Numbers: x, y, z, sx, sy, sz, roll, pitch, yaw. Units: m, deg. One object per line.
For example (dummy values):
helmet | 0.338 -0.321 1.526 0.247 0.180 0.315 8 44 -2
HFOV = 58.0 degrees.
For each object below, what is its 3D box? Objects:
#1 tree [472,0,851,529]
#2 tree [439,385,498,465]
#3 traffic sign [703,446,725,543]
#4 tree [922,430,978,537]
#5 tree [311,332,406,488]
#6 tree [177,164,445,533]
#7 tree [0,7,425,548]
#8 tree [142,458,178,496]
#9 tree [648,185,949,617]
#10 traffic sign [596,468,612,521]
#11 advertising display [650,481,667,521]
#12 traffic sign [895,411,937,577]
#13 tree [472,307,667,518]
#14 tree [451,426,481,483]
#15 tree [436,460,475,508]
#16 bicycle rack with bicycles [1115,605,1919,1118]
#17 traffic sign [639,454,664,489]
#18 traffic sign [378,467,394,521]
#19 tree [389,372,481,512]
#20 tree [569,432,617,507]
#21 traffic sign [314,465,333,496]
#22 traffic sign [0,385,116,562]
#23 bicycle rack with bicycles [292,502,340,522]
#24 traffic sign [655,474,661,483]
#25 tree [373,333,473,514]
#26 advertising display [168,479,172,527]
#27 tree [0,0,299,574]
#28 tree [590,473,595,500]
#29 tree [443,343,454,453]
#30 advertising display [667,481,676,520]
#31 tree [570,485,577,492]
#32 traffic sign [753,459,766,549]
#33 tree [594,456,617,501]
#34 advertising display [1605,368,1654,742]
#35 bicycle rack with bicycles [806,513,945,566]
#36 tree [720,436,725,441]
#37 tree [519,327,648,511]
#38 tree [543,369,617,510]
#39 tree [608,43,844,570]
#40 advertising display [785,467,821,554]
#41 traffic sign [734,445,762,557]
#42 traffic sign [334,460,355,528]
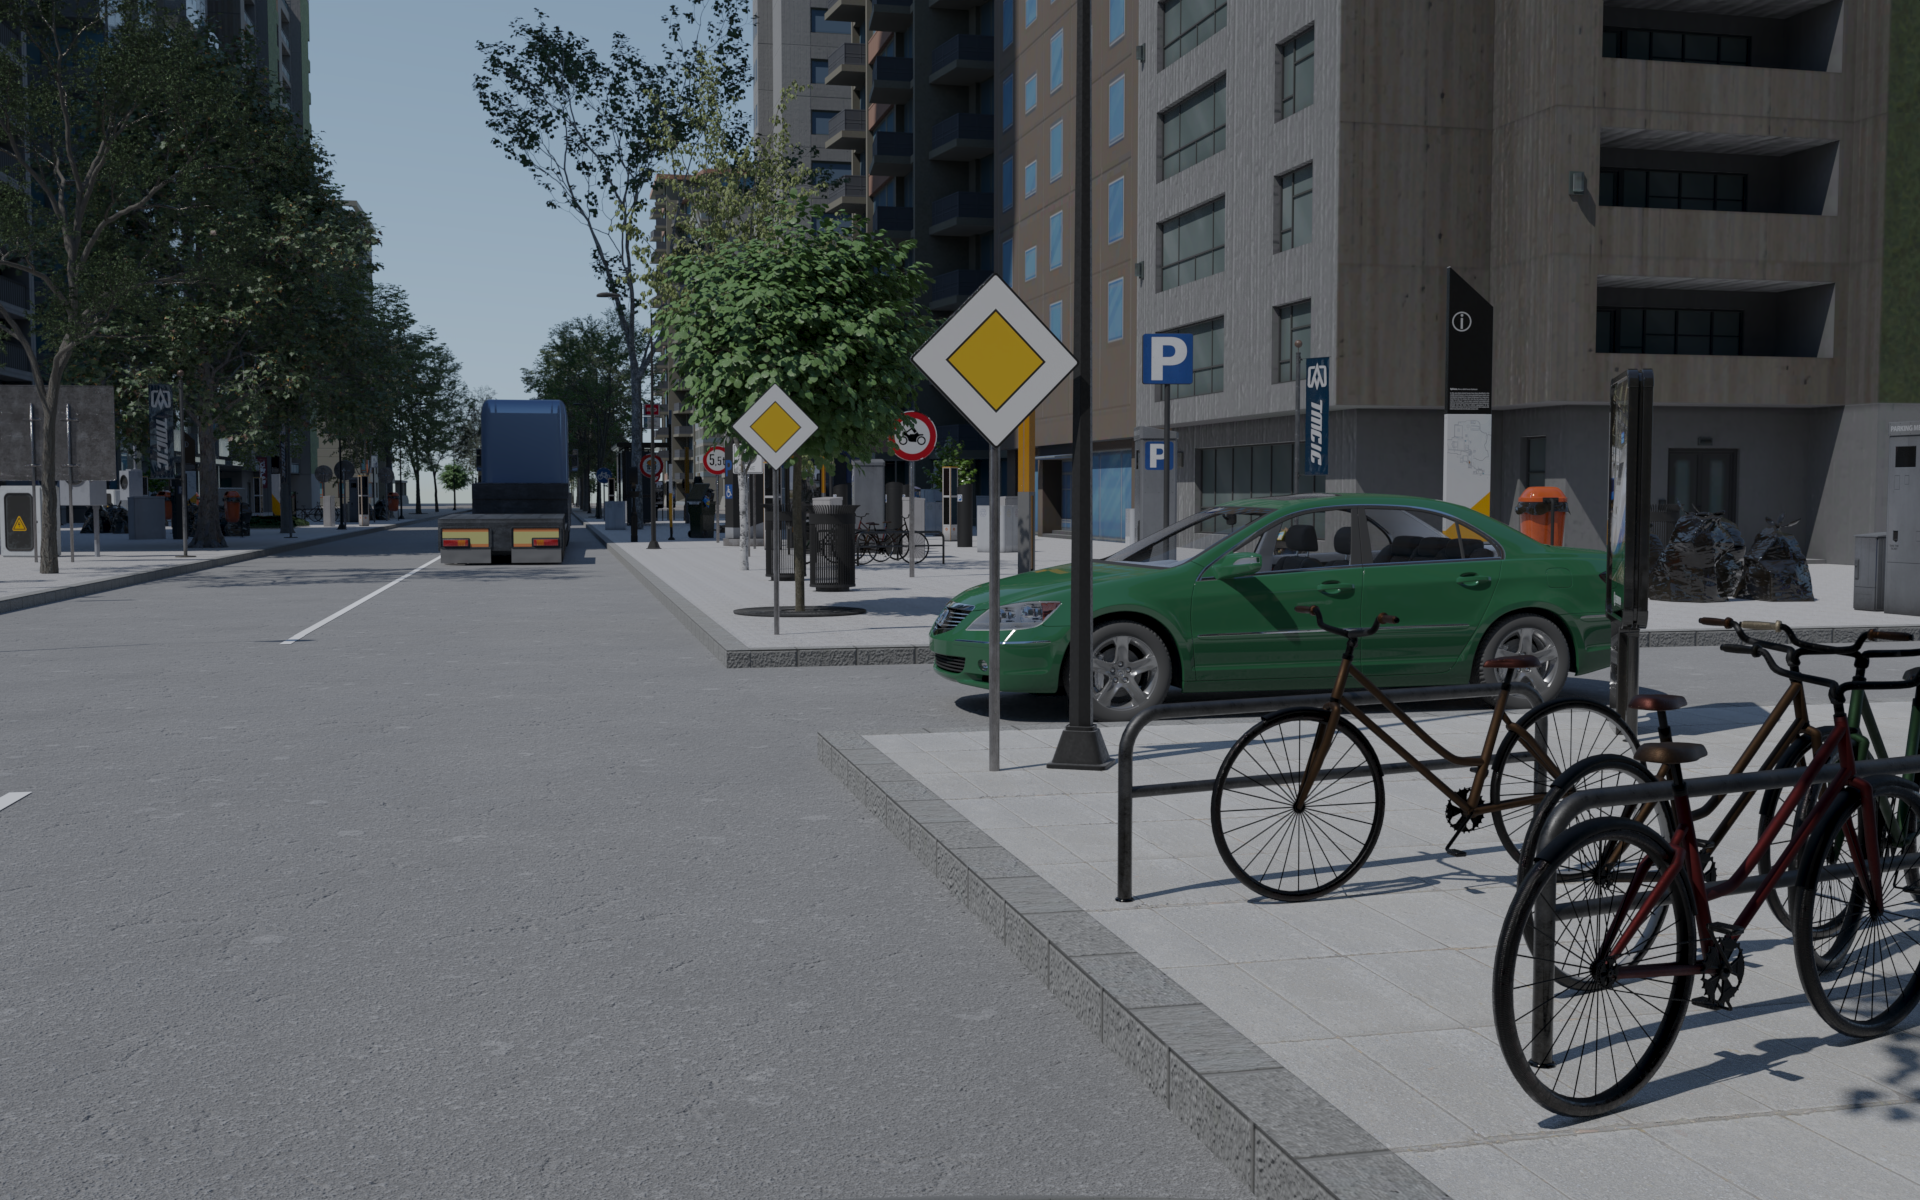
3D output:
tree | -10.328 -12.594 61.800 12.611 20.169 13.585 0 3 0
tree | -53.484 -17.287 193.018 12.009 13.543 11.850 0 3 0
traffic sign | -6.370 -2.776 45.501 0.768 2.556 0.104 -1 4 -9
tree | -0.432 -3.539 52.468 1.663 3.219 1.824 0 3 0
tree | -25.212 -7.496 72.921 4.360 8.622 3.978 0 3 0
tree | -21.795 -8.443 56.168 7.486 12.596 7.792 0 3 0
tree | -18.077 -7.607 41.377 9.611 12.733 9.660 0 3 0
tree | -35.480 -4.987 76.134 1.663 3.219 1.824 0 3 0
tree | -1.663 -2.135 18.623 4.285 4.588 4.351 0 3 0
traffic sign | -17.173 -5.106 83.588 0.768 2.556 0.104 -1 4 -12
advertising display | -14.702 -4.767 83.150 0.974 1.923 0.123 0 4 5
traffic sign | -0.739 -1.621 26.604 0.768 2.556 0.104 -1 4 -10
tree | -19.662 -10.335 94.740 9.928 11.665 9.643 0 3 0
tree | -49.083 -13.718 174.645 4.360 8.622 3.978 0 3 0
tree | -46.060 -10.644 157.745 4.285 4.588 4.351 0 3 0
bicycle rack with bicycles | 1.901 0.513 4.996 2.925 0.926 2.852 -2 4 -25
traffic sign | -9.750 -3.345 54.804 0.768 2.556 0.104 -1 4 -11
traffic sign | -27.306 -5.035 82.427 0.768 2.556 0.104 -1 4 -12
tree | -37.630 -11.620 124.393 8.767 10.594 7.601 -1 4 -17
tree | -38.148 -15.668 173.175 9.611 12.733 9.660 0 3 0
traffic sign | -27.975 -4.653 76.178 0.768 2.556 0.104 -1 4 -13
traffic sign | -17.016 -2.359 32.446 2.265 3.308 0.079 0 4 -8
bicycle rack with bicycles | -29.470 -4.113 80.631 2.925 0.926 2.852 -1 4 -15
traffic sign | -14.586 -5.023 82.240 0.768 2.556 0.104 0 4 -6
tree | -34.998 -11.331 111.022 9.928 11.665 9.643 0 3 0
advertising display | -29.977 -3.765 66.768 0.123 1.923 0.974 3 5 42
tree | -14.640 -5.680 27.276 8.767 10.594 7.601 -1 4 -12
tree | -32.739 -9.779 154.488 1.663 3.219 1.824 0 3 0
tree | -31.338 -10.728 93.523 7.486 12.596 7.792 0 3 0
advertising display | -14.359 -4.943 86.032 0.123 1.923 0.974 1 4 12
tree | -40.975 -14.525 187.848 4.360 8.622 3.978 0 3 0
traffic sign | -4.796 -2.470 40.380 0.884 2.594 0.081 -1 4 -10
tree | -17.157 -5.636 86.748 1.663 3.219 1.824 0 3 0
advertising display | 3.588 -0.251 9.319 0.123 1.923 0.974 1 4 15
bicycle rack with bicycles | -1.710 -1.140 32.014 2.925 0.926 2.852 -2 4 -29
tree | -8.668 -7.587 74.409 4.360 8.622 3.978 0 3 0
tree | -28.090 -13.628 129.479 9.857 13.997 8.962 0 3 0
tree | -31.465 -13.692 141.990 7.486 12.596 7.792 0 3 0
tree | -3.639 -4.789 28.668 4.737 8.622 4.395 0 3 0
advertising display | -3.333 -1.935 36.846 0.123 1.923 0.974 3 5 40
traffic sign | -4.320 -2.032 35.358 0.606 2.300 0.079 0 4 -7
traffic sign | -23.074 -3.966 64.942 0.768 2.556 0.104 0 4 -7
